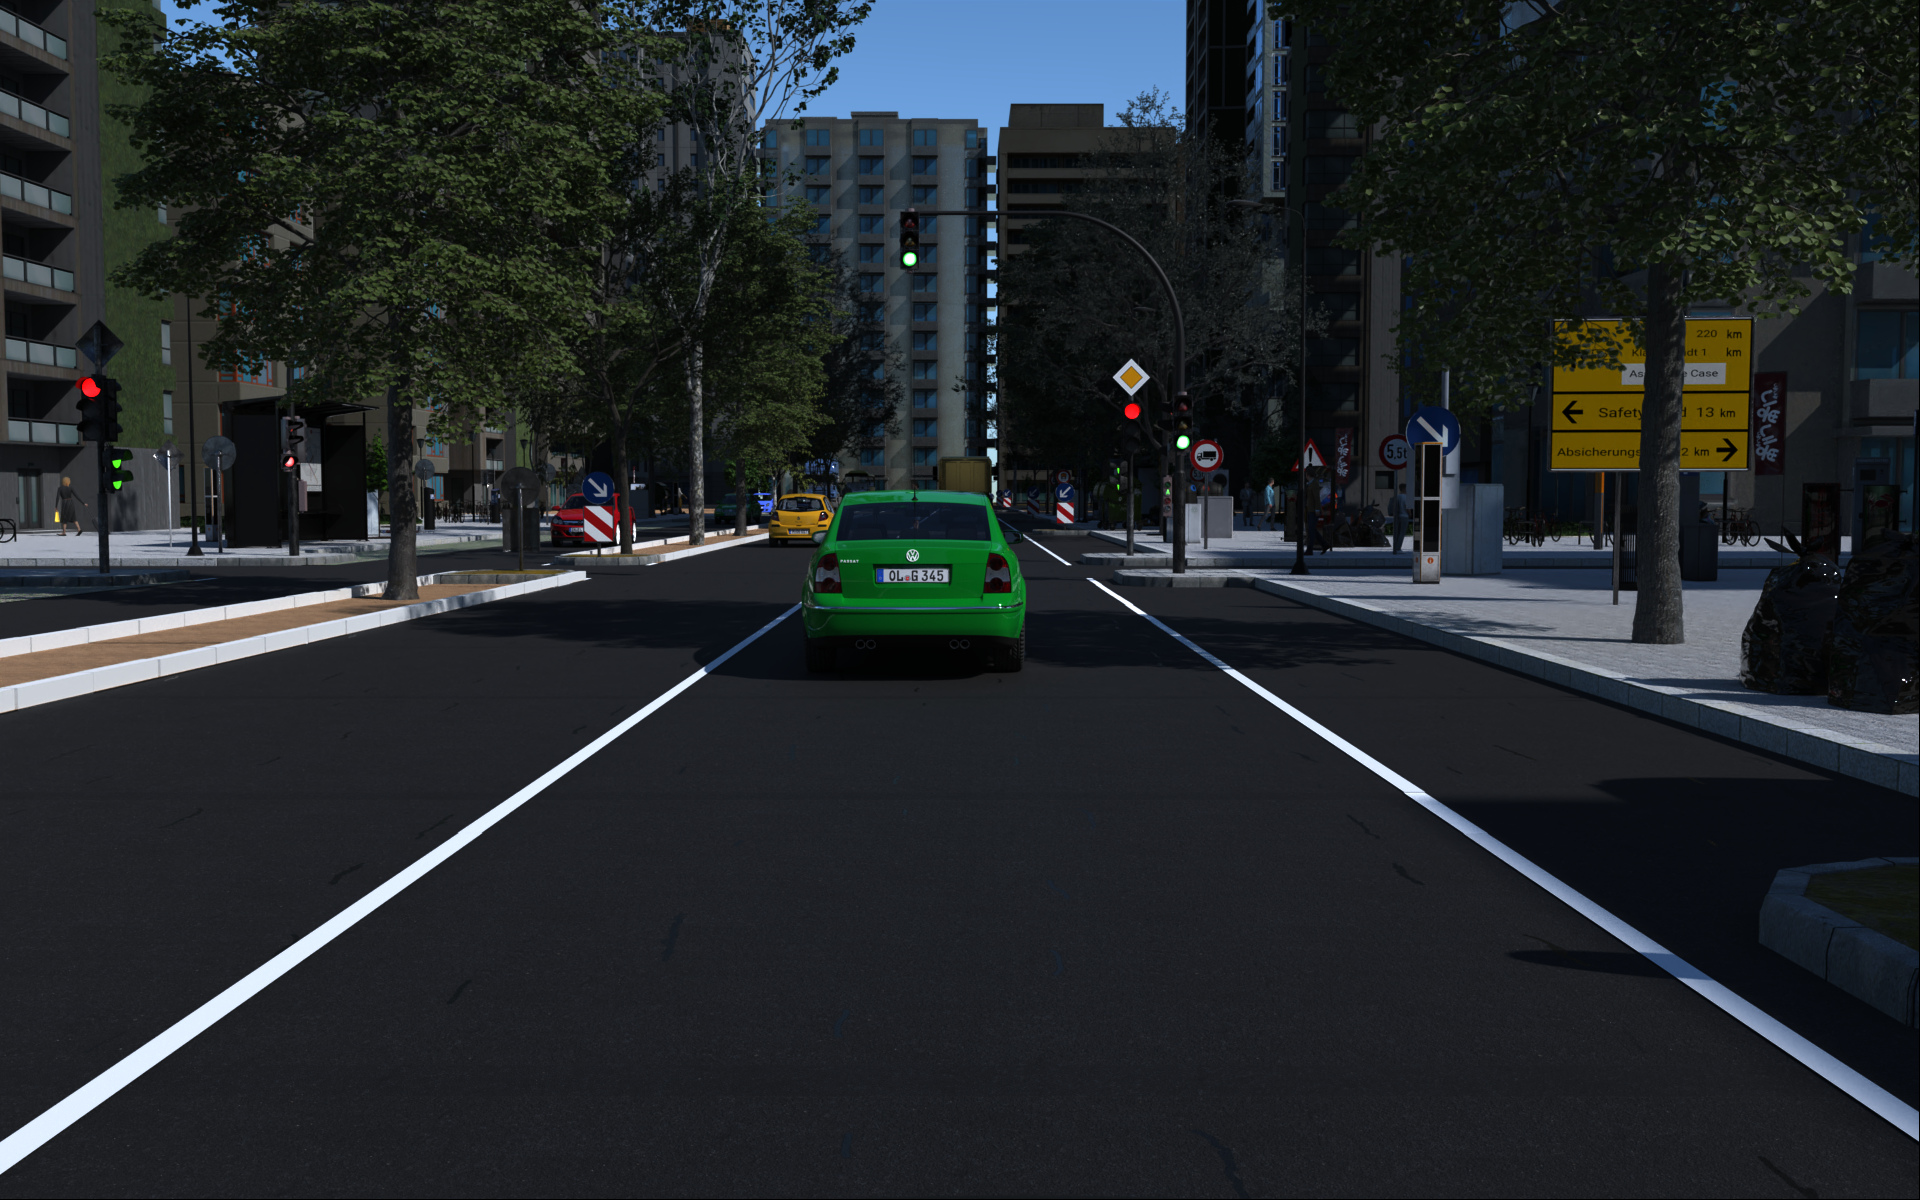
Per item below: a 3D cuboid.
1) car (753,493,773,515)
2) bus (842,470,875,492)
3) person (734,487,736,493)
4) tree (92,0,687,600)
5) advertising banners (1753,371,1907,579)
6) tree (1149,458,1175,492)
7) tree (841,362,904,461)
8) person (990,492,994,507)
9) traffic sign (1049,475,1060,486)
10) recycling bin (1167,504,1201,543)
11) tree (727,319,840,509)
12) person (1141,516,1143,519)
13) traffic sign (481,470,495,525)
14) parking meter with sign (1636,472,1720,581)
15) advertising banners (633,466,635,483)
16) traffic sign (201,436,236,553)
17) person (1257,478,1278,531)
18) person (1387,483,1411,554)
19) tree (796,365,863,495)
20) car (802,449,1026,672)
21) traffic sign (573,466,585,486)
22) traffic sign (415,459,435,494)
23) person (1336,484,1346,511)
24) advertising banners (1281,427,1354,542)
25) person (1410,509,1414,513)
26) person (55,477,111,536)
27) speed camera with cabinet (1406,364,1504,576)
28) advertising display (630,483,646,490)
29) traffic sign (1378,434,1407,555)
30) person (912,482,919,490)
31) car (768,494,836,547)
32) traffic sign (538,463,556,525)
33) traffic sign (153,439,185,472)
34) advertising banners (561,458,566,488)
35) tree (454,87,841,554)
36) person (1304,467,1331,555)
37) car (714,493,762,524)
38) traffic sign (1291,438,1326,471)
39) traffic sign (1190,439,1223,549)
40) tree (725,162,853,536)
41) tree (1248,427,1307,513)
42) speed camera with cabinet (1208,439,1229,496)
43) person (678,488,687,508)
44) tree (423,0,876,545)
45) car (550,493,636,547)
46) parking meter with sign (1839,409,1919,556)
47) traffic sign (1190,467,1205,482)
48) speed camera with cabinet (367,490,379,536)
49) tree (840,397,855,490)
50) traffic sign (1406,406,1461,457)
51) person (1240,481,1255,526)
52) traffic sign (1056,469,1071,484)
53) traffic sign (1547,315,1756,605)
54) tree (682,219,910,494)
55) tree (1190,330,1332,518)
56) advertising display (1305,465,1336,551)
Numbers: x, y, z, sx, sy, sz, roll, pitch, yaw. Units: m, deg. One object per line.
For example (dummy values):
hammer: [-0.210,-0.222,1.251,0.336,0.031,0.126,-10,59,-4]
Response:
car: [-13.685,-6.724,119.530,1.945,1.707,3.694,0,3,0]
bus: [-10.512,-11.642,181.888,2.896,3.916,12.252,0,4,0]
person: [-16.075,-7.239,124.533,0.705,1.807,1.348,3,4,37]
tree: [-7.641,-6.291,23.444,7.486,12.596,7.792,0,3,0]
advertising banners: [12.211,-1.730,24.470,2.074,3.025,0.090,2,4,33]
tree: [9.573,-5.111,78.161,1.663,3.219,1.824,0,3,0]
tree: [-7.303,-9.822,97.462,8.767,10.594,7.601,0,3,0]
person: [3.187,-10.332,178.369,0.756,1.711,0.436,-2,4,-30]
traffic sign: [6.003,-6.651,108.847,0.768,2.556,0.104,1,4,9]
recycling bin: [5.851,-2.003,45.295,0.722,1.027,0.722,-1,4,-12]
tree: [-7.048,-6.917,65.917,4.737,8.622,4.395,0,3,0]
person: [8.401,-4.686,82.679,0.654,1.822,0.581,2,4,26]
traffic sign: [-19.665,-4.281,72.125,0.606,2.300,0.079,1,4,8]
parking meter with sign: [10.788,-1.829,26.167,0.543,3.016,1.738,-1,4,-14]
advertising banners: [-20.408,-6.812,107.559,0.090,3.025,2.074,0,4,4]
traffic sign: [-16.139,-2.301,37.727,0.768,2.556,0.104,0,4,2]
person: [10.624,-3.289,59.686,0.748,1.841,0.638,3,4,38]
person: [9.433,-1.744,37.160,0.503,1.515,0.523,2,4,25]
tree: [-7.061,-8.370,89.664,4.360,8.622,3.978,0,3,0]
car: [-0.382,-0.400,15.330,1.959,1.807,4.718,0,4,-1]
traffic sign: [-17.649,-4.940,80.773,0.884,2.594,0.081,0,4,7]
traffic sign: [-19.413,-3.835,62.802,0.768,2.556,0.104,1,4,8]
person: [14.908,-3.797,68.142,0.581,1.822,0.654,1,4,22]
advertising banners: [9.454,-3.039,45.879,2.074,3.025,0.090,3,5,39]
person: [16.302,-3.438,62.525,0.520,1.790,0.573,-1,4,-12]
person: [-26.916,-2.857,52.974,1.509,1.804,0.699,0,4,1]
speed camera with cabinet: [7.740,-1.999,27.028,2.038,3.252,0.660,-3,5,-44]
advertising display: [-18.891,-5.896,101.607,0.974,1.923,0.123,-2,4,-29]
traffic sign: [9.213,-2.233,36.617,0.768,2.556,0.104,0,4,2]
person: [-1.378,-2.840,54.963,0.581,1.822,0.654,2,4,26]
car: [-4.268,-2.304,47.896,2.015,1.641,3.980,0,4,0]
traffic sign: [-17.041,-4.363,71.445,0.768,2.556,0.104,0,4,2]
traffic sign: [-19.009,-2.563,41.638,0.795,2.593,0.064,0,4,5]
advertising banners: [-18.664,-5.318,83.134,0.090,3.025,2.074,-3,5,-39]
tree: [-7.386,-6.218,38.532,8.767,10.594,7.601,0,3,0]
person: [7.439,-1.860,36.364,0.836,1.842,0.656,-2,4,-27]
car: [-10.732,-4.590,83.837,1.959,1.807,4.718,0,4,2]
traffic sign: [8.150,-2.467,40.340,0.884,2.594,0.081,0,4,7]
traffic sign: [5.718,-2.453,40.220,0.768,2.556,0.104,0,4,7]
tree: [-7.561,-8.462,58.944,7.486,12.596,7.792,0,3,0]
tree: [15.589,-6.153,84.318,4.285,4.588,4.351,0,3,0]
speed camera with cabinet: [8.467,-4.102,61.398,2.038,3.252,0.660,-1,4,-12]
person: [-20.939,-7.505,129.483,1.217,1.736,0.721,2,4,26]
tree: [-8.559,-11.635,48.583,12.611,20.169,13.585,0,3,0]
car: [-10.196,-2.401,48.300,2.155,1.783,4.494,0,4,-1]
parking meter with sign: [18.991,-2.439,36.133,1.738,3.016,0.543,2,4,24]
traffic sign: [10.462,-4.643,76.026,0.768,2.556,0.104,0,4,7]
speed camera with cabinet: [-18.947,-3.599,53.185,2.038,3.252,0.660,-2,4,-26]
tree: [-7.144,-8.086,85.024,4.737,8.622,4.395,0,3,0]
traffic sign: [6.833,-1.528,25.086,0.768,2.556,0.104,1,4,10]
person: [11.585,-3.877,69.631,0.606,1.804,0.583,-2,4,-24]
traffic sign: [5.349,-5.466,89.468,0.768,2.556,0.104,0,4,3]
traffic sign: [7.913,-1.593,19.918,2.265,3.308,0.079,0,4,6]
tree: [-7.296,-10.001,76.350,12.009,13.543,11.850,0,3,0]
tree: [15.556,-9.715,93.254,8.767,10.594,7.601,0,4,6]
advertising display: [8.151,-2.079,39.212,0.123,1.923,0.974,-2,4,-25]
